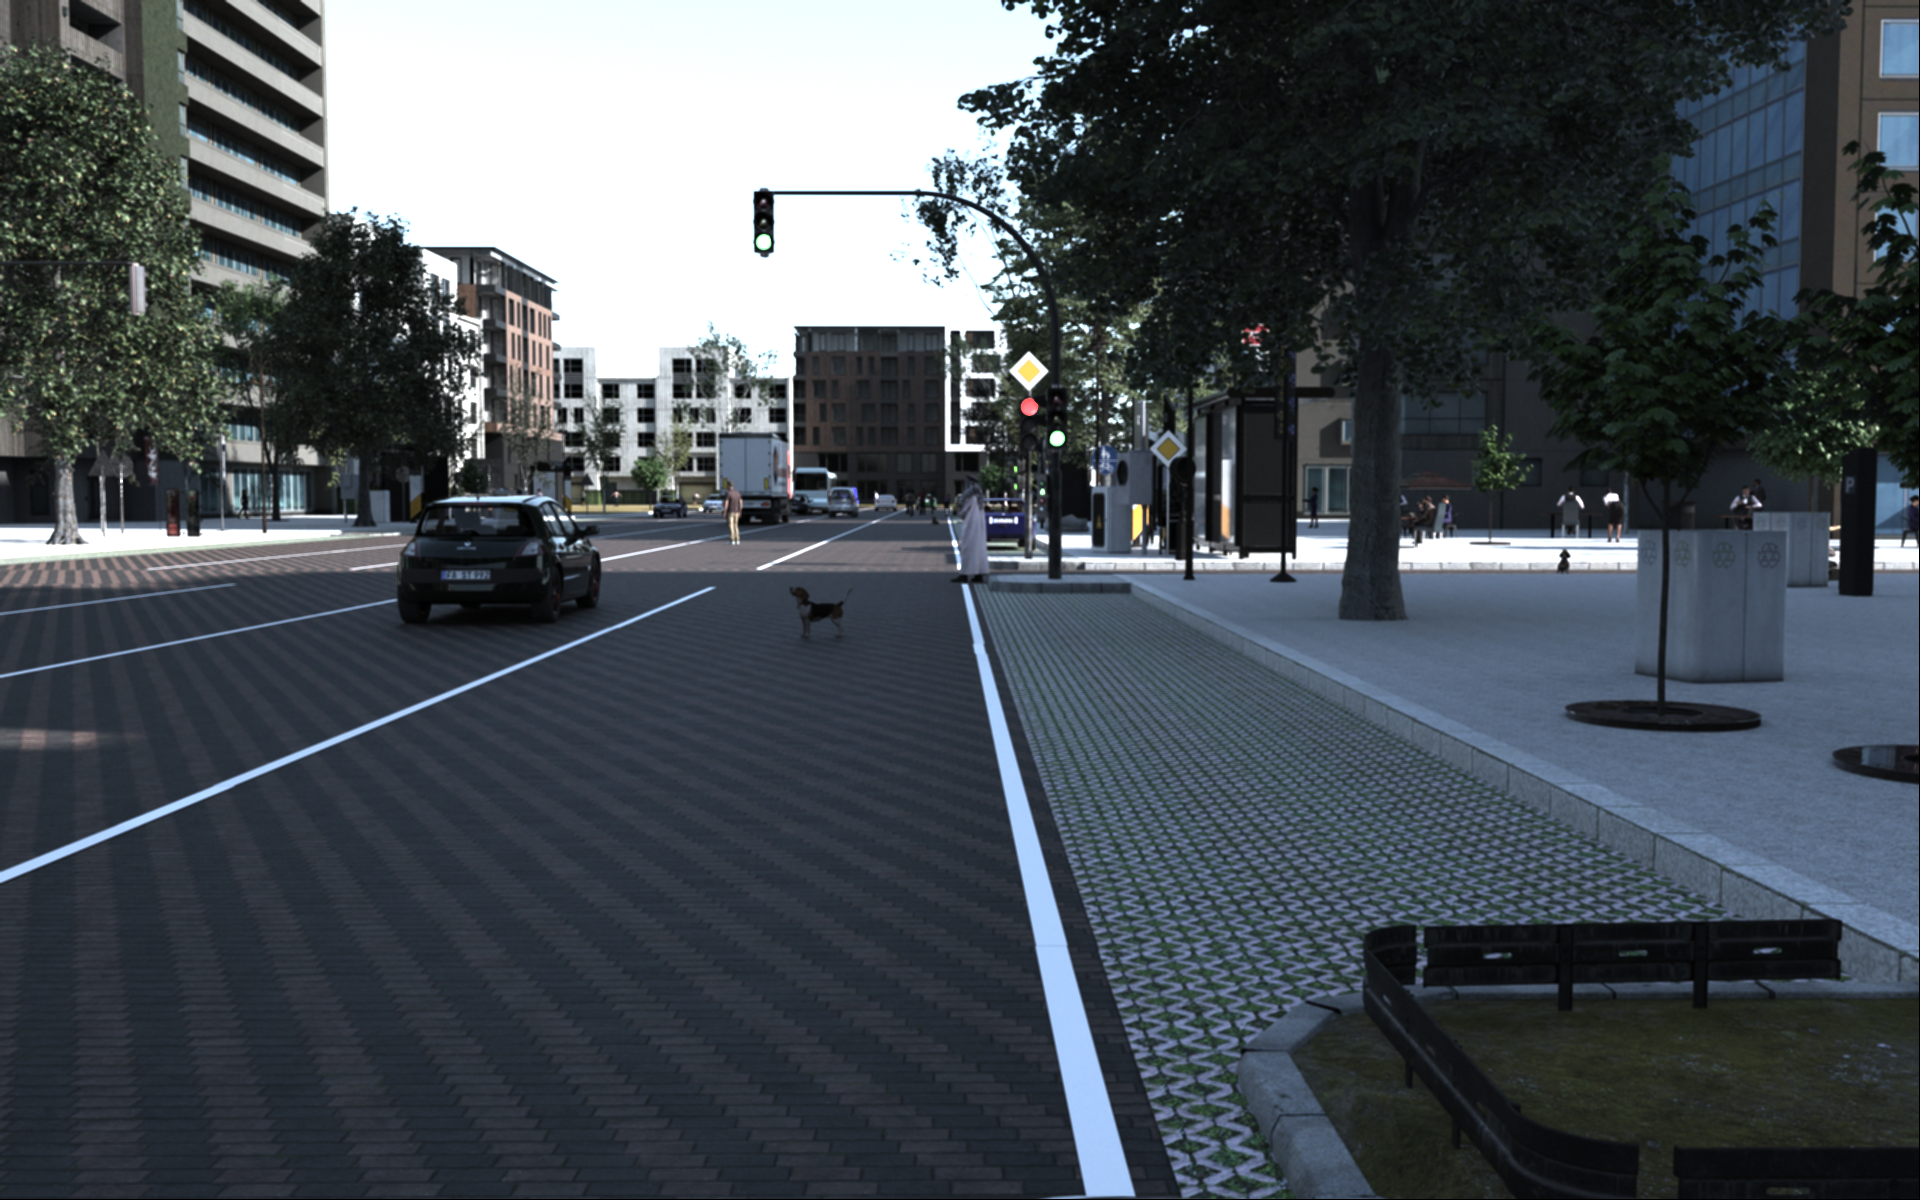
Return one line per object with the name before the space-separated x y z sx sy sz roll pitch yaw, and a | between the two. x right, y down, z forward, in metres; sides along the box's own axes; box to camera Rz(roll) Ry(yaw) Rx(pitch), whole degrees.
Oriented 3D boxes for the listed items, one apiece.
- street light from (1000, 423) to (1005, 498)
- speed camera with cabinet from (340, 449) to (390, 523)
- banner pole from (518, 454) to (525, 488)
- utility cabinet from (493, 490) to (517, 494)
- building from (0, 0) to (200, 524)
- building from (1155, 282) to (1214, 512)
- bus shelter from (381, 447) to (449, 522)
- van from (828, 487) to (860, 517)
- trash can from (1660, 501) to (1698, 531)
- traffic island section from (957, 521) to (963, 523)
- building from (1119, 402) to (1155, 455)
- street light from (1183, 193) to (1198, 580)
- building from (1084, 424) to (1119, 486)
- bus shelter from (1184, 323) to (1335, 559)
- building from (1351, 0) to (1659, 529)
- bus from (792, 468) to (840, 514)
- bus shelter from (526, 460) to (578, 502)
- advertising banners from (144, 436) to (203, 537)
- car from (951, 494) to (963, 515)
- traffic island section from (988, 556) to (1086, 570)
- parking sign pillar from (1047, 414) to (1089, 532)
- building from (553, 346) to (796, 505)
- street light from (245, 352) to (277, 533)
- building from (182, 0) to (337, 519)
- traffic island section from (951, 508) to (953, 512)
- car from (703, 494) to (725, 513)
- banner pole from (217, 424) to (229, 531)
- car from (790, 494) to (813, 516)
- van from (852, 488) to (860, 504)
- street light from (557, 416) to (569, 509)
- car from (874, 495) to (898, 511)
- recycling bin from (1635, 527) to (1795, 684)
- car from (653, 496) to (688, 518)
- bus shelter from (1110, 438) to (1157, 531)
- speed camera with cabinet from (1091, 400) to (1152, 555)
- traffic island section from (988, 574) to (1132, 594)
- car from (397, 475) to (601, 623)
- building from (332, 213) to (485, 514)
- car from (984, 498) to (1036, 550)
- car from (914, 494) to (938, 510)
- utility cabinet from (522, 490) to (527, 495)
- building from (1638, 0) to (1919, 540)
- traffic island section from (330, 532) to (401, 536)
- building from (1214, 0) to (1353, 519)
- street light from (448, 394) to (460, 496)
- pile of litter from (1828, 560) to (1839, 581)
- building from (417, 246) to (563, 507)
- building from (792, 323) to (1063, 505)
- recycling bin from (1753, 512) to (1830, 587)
street light | 2.694 -8.306 108.586 0.468 5.910 1.993 0 4 -1
speed camera with cabinet | -26.303 -5.030 76.582 2.038 3.252 0.660 0 4 6
banner pole | -27.125 -7.168 107.207 0.863 3.779 0.401 3 5 44
utility cabinet | -22.960 -4.813 87.374 1.173 1.500 0.318 -3 5 -40
building | -44.492 -18.714 77.678 14.160 30.474 14.107 0 4 -1
building | 24.760 -15.995 127.983 16.747 18.905 31.486 0 4 -1
bus shelter | -25.485 -5.532 81.730 1.731 3.624 6.357 0 4 -1
van | -7.255 -6.162 107.767 2.013 2.044 4.112 0 4 0
trash can | 15.113 -1.516 36.438 0.748 1.137 0.748 0 3 0
traffic island section | 0.862 -3.852 85.845 1.991 0.108 1.994 0 4 -1
building | 20.765 -13.199 157.950 9.099 9.664 28.070 0 4 -1
street light | 3.436 -3.242 25.796 0.468 5.910 1.993 0 4 -1
building | 26.364 -16.504 211.980 28.070 9.664 9.099 0 4 -1
bus shelter | 6.228 -3.700 38.130 2.179 5.291 8.768 0 4 -1
building | 23.008 -23.560 68.794 14.154 41.232 14.086 0 4 -1
bus | -10.573 -8.105 127.382 2.948 3.499 13.247 0 4 -2
bus shelter | -25.046 -6.891 106.599 2.014 3.302 5.546 0 4 -1
advertising banners | -23.738 -3.428 52.232 2.074 3.025 0.090 1 4 18
car | 0.369 -6.510 116.664 2.015 1.641 3.980 0 4 -2
traffic island section | 1.374 -0.731 34.239 2.009 0.180 2.903 0 4 -1
parking sign pillar | 3.679 -4.309 58.922 1.447 3.967 1.447 2 4 35
building | -36.099 -21.345 215.446 31.486 18.905 16.747 0 4 -1
street light | -22.709 -5.114 56.396 0.468 5.910 1.993 0 4 -1
building | -49.009 -28.820 94.904 21.300 48.544 21.600 0 4 -1
traffic island section | 0.100 -8.573 163.033 1.991 0.108 1.994 0 4 -1
car | -18.791 -7.471 134.153 2.014 1.417 4.499 0 4 1
banner pole | -25.432 -4.266 59.765 0.401 3.779 0.863 0 4 -8
car | -10.963 -6.556 116.982 2.009 1.686 4.222 0 4 1
van | -10.790 -9.876 165.864 2.240 2.365 5.245 0 4 1
street light | -23.134 -7.847 101.084 0.468 5.910 1.993 0 4 -1
car | -6.351 -8.316 148.322 2.083 1.381 4.827 0 4 -2
recycling bin | 5.237 0.028 12.099 0.722 1.027 0.722 -1 4 -13
car | -17.741 -5.719 106.085 1.945 1.354 3.894 0 4 -2
bus shelter | 6.098 -4.229 63.071 2.014 3.302 5.546 0 4 -1
speed camera with cabinet | 3.463 -2.623 37.228 0.660 3.252 2.038 -1 4 -18
traffic island section | 1.452 -0.243 26.254 2.009 0.180 2.903 0 4 -1
car | -5.408 -0.666 20.669 2.009 1.686 4.222 0 4 -2
building | -46.922 -15.807 124.909 16.747 18.905 31.486 0 4 -1
car | 1.012 -2.002 45.307 1.945 1.354 3.894 0 4 -2
car | -3.070 -8.875 156.897 2.131 1.459 4.920 0 4 -2
utility cabinet | -23.061 -5.072 91.608 0.318 1.500 1.173 -1 4 -18
building | 31.130 -24.692 53.826 14.200 45.320 14.600 0 4 -1
traffic island section | -20.461 -2.264 59.880 1.991 0.108 1.994 0 4 -1
building | 26.786 -29.014 98.087 21.300 48.544 21.600 0 4 -1
street light | -22.977 -6.484 78.807 0.468 5.910 1.993 0 4 -1
pile of litter | 12.892 -0.748 26.200 1.719 0.858 1.176 -3 4 -38
building | -54.708 -19.138 156.888 32.646 21.610 27.936 0 4 -1
building | -4.086 -23.049 220.832 32.646 21.610 27.936 0 4 -1
recycling bin | 11.592 -0.711 24.181 0.722 1.027 0.722 -1 4 -20
